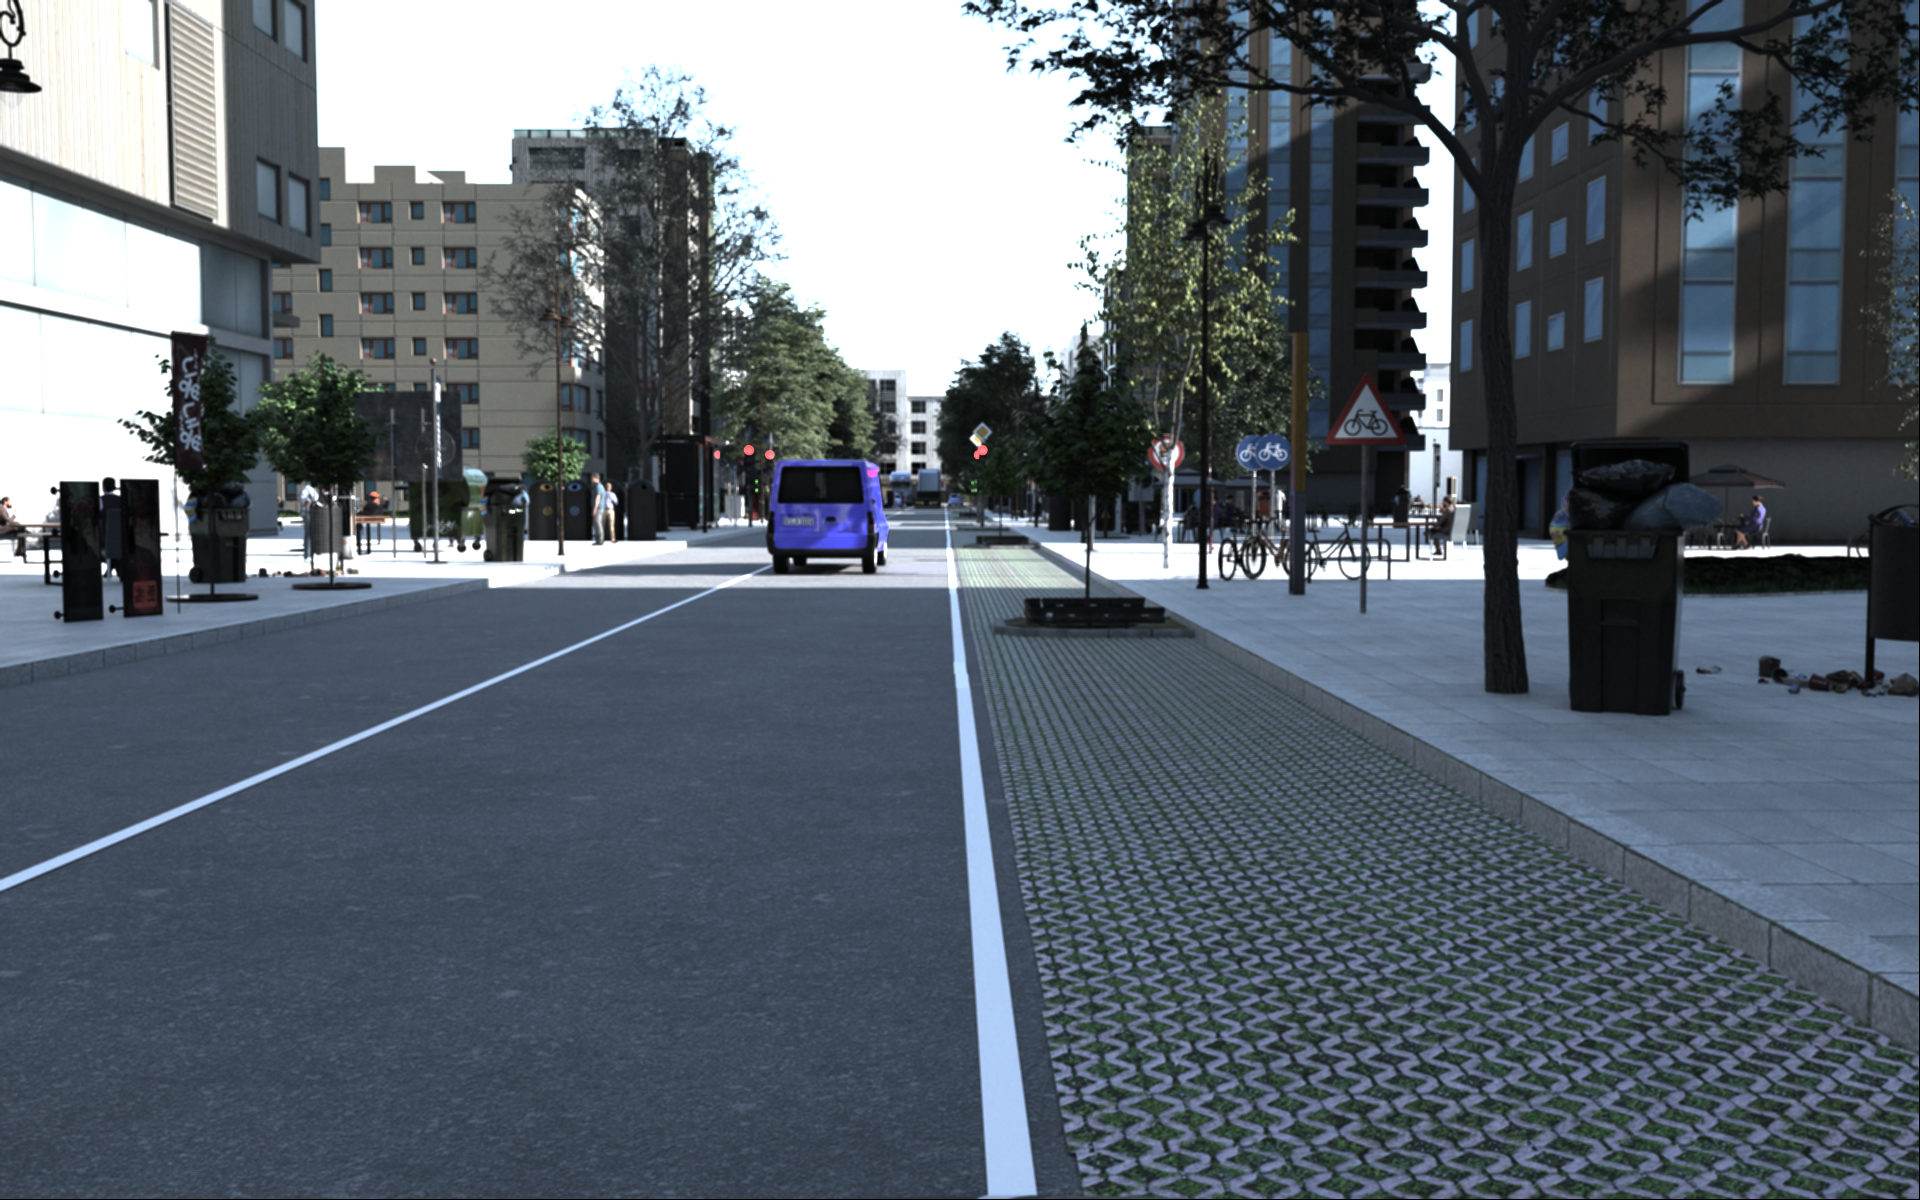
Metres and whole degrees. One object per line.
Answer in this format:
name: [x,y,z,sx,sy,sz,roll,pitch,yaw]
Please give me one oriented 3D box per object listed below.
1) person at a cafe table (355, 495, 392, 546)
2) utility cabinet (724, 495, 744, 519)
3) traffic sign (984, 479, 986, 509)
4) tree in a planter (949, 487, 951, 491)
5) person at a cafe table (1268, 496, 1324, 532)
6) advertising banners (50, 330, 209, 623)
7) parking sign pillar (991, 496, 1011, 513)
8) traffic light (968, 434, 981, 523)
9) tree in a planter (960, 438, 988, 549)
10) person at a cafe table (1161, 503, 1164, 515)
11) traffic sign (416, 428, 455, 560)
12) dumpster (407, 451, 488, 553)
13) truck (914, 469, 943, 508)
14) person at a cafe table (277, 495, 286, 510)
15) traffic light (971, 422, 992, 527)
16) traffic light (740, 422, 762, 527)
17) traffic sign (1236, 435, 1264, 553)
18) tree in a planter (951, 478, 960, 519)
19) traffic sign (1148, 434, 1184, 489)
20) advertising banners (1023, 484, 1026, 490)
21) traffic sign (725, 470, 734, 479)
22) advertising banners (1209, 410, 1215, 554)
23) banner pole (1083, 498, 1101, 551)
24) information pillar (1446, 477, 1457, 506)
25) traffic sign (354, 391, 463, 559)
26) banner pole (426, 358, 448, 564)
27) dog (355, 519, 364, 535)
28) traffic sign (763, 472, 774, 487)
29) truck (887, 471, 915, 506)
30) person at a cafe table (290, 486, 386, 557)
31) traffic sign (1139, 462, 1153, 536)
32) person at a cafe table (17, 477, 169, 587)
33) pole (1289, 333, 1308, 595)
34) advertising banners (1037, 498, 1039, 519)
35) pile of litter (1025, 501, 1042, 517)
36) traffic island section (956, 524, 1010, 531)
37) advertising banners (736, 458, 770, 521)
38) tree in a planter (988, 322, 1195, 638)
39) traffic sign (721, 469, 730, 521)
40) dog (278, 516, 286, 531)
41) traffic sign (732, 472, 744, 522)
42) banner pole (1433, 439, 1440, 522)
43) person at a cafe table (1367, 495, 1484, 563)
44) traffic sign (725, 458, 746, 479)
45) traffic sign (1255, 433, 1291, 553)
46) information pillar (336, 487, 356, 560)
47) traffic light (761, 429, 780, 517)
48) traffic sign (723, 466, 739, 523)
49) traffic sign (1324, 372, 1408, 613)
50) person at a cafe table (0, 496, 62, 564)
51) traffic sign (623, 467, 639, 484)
person at a cafe table: [-15.426,-1.977,43.189,1.726,1.238,1.698,1,4,11]
utility cabinet: [-11.789,-4.856,90.550,1.020,1.237,0.306,1,4,22]
traffic sign: [2.158,-9.036,147.843,0.768,2.556,0.104,0,4,5]
tree in a planter: [-0.353,-12.776,206.116,1.991,3.239,1.994,0,4,-1]
person at a cafe table: [11.362,-2.943,58.987,1.698,1.238,1.726,0,4,1]
advertising banners: [-8.591,-1.339,18.078,0.090,3.025,2.074,1,4,21]
parking sign pillar: [2.833,-7.899,117.626,1.447,3.967,1.447,-2,4,-24]
traffic light: [0.782,-5.292,75.442,0.839,4.253,0.868,0,4,-1]
tree in a planter: [1.082,-2.979,45.934,1.991,3.239,1.994,0,4,-1]
person at a cafe table: [12.129,-5.942,108.020,1.726,1.238,1.698,-1,4,-10]
traffic sign: [-10.117,-2.036,33.393,0.768,2.556,0.104,0,4,4]
dumpster: [-11.398,-2.205,38.539,1.502,2.255,1.985,0,4,0]
truck: [-3.277,-11.557,178.714,2.967,4.110,18.799,0,3,0]
person at a cafe table: [-38.055,-5.171,95.409,1.726,1.238,1.698,-1,4,-13]
traffic light: [0.853,-4.803,67.457,0.839,4.253,0.868,0,4,-1]
traffic light: [-8.147,-4.798,67.361,0.839,4.253,0.868,0,4,-1]
traffic sign: [6.298,-2.267,37.167,0.768,2.556,0.104,0,4,3]
tree in a planter: [0.607,-6.294,100.125,1.991,3.239,1.994,0,4,-1]
traffic sign: [4.384,-2.251,36.913,0.768,2.556,0.104,0,4,2]
advertising banners: [4.988,-7.476,118.412,2.074,3.025,0.090,-1,4,-13]
traffic sign: [-8.637,-4.073,66.319,0.795,2.593,0.064,0,4,4]
advertising banners: [5.388,-2.505,37.138,0.090,3.025,2.074,1,4,10]
banner pole: [3.187,-2.989,38.889,0.863,3.779,0.401,2,4,25]
information pillar: [21.431,-4.347,75.559,0.304,2.012,0.304,-3,4,-37]
traffic sign: [-10.919,-2.471,34.279,2.265,3.308,0.079,1,4,9]
banner pole: [-9.704,-2.578,32.169,0.401,3.779,0.863,0,4,-5]
dog: [-18.972,-2.312,54.625,0.406,0.507,0.540,-3,5,-39]
traffic sign: [-10.646,-5.898,96.545,0.768,2.556,0.104,0,4,5]
truck: [-6.990,-13.519,210.788,2.967,4.110,18.799,0,3,0]
person at a cafe table: [-13.030,-1.684,36.057,1.698,1.524,1.622,0,4,-4]
traffic sign: [5.474,-3.204,52.484,0.768,2.556,0.104,0,4,2]
person at a cafe table: [-12.155,-0.980,24.538,1.622,1.524,1.698,3,5,43]
pole: [4.301,-1.723,22.014,0.158,3.312,0.155,0,3,0]
advertising banners: [3.585,-5.151,80.413,0.090,3.025,2.074,0,3,0]
pile of litter: [4.237,-5.220,99.305,1.176,0.858,1.719,1,4,22]
traffic island section: [0.894,-2.770,67.572,2.009,0.180,2.903,0,4,-1]
advertising banners: [-9.880,-5.340,83.490,2.074,3.025,0.090,1,4,16]
tree in a planter: [1.341,-1.273,18.034,1.991,3.239,1.994,0,4,-1]
traffic sign: [-10.892,-4.990,81.689,0.768,2.556,0.104,0,4,0]
dog: [-23.973,-2.681,60.665,0.406,0.507,0.540,2,4,28]
traffic sign: [-10.134,-4.695,78.894,0.606,2.300,0.079,0,4,7]
banner pole: [21.477,-5.388,78.115,0.401,3.779,0.863,0,4,-8]
person at a cafe table: [8.948,-1.363,33.146,1.698,1.238,1.726,-2,4,-32]
traffic sign: [-8.265,-3.909,63.641,0.795,2.593,0.064,0,4,2]
traffic sign: [6.561,-2.221,36.412,0.768,2.556,0.104,0,4,0]
information pillar: [-12.029,-1.799,33.903,0.304,2.012,0.304,0,4,-8]
traffic light: [-8.219,-5.286,75.346,0.839,4.253,0.868,0,4,-1]
traffic sign: [-9.995,-4.620,75.635,0.768,2.556,0.104,0,4,5]
traffic sign: [4.347,-1.138,18.606,0.884,2.594,0.081,0,4,7]
person at a cafe table: [-17.263,-1.311,32.298,1.726,1.238,1.698,-1,4,-9]
traffic sign: [-12.308,-3.832,64.790,0.606,2.300,0.079,0,4,3]
